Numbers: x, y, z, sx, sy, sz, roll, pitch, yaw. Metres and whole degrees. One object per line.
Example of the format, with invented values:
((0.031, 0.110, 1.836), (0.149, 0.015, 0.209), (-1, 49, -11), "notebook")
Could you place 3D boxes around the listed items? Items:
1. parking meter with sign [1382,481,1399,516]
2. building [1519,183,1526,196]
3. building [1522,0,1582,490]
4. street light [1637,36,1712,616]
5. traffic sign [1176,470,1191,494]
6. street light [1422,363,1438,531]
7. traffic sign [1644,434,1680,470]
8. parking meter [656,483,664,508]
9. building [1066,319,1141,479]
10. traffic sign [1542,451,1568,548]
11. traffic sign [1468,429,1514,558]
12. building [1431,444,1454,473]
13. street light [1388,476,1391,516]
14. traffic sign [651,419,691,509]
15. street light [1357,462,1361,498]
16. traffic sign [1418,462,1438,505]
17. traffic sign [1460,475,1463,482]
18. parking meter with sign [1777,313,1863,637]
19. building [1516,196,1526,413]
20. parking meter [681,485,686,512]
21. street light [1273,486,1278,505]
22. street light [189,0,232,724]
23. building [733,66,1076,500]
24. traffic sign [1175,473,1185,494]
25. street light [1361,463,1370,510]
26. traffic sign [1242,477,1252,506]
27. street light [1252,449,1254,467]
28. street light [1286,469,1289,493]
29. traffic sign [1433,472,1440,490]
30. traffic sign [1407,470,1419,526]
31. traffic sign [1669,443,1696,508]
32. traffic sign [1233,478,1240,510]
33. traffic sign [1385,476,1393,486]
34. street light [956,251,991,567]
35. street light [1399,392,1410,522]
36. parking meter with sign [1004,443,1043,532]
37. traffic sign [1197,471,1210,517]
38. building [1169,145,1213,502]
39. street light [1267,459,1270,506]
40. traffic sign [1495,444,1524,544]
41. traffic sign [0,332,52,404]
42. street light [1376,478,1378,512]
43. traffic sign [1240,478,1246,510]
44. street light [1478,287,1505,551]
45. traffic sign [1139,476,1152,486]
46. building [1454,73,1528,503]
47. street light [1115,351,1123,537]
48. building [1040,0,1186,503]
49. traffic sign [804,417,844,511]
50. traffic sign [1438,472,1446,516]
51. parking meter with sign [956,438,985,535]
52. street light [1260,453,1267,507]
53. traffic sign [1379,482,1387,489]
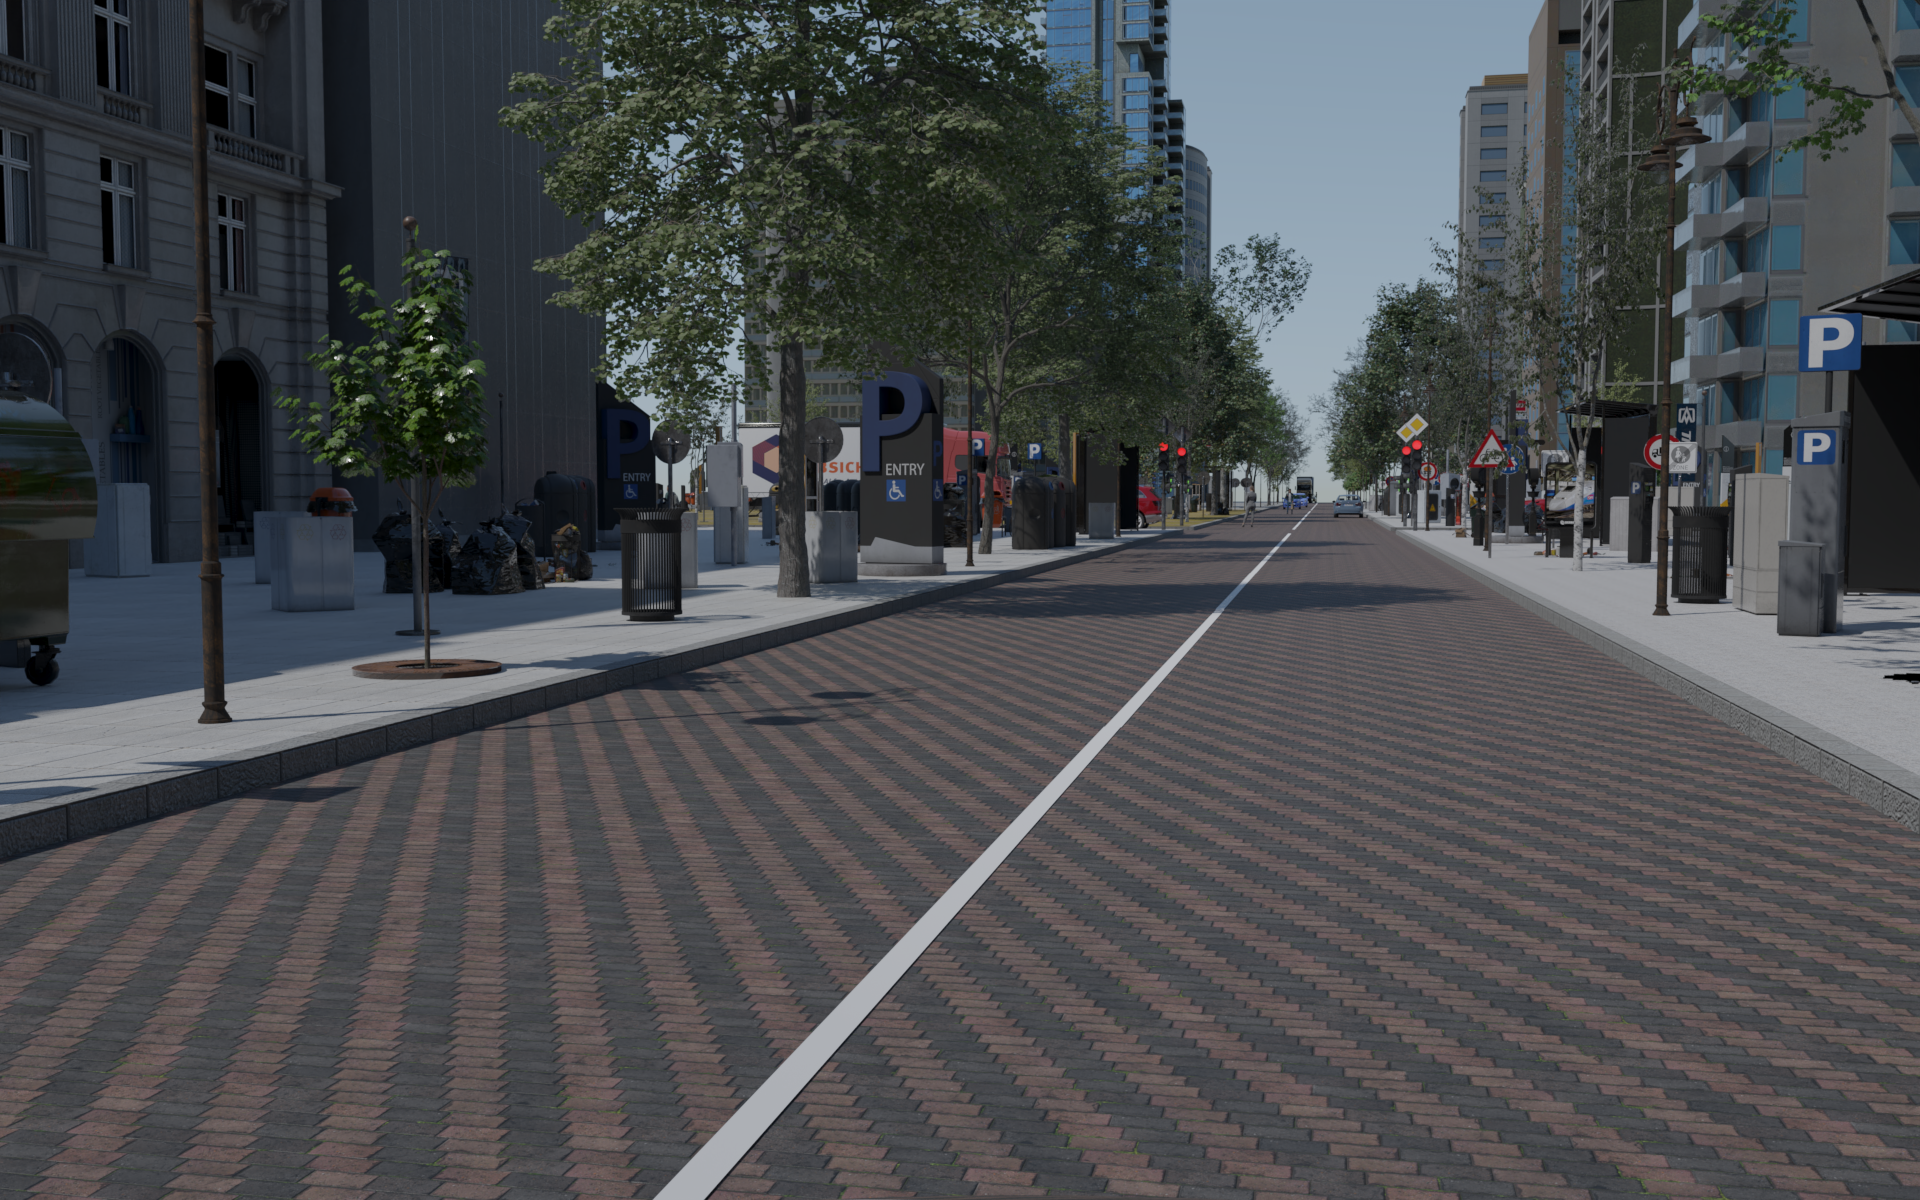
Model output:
((25.647, -6.460, 101.878), (1.738, 3.016, 0.543), (2, 4, 34), "parking meter with sign")
((73.166, -30.083, 183.743), (32.217, 40.220, 23.993), (1, 4, 12), "building")
((57.619, -30.713, 152.261), (14.600, 45.320, 14.200), (1, 4, 12), "building")
((7.411, -2.773, 18.122), (0.468, 5.910, 1.993), (1, 4, 12), "street light")
((9.401, -4.334, 72.988), (0.606, 2.300, 0.079), (1, 4, 12), "traffic sign")
((16.196, -5.323, 59.823), (0.468, 5.910, 1.993), (1, 4, 12), "street light")
((14.830, -2.231, 36.579), (0.768, 2.556, 0.104), (1, 4, 18), "traffic sign")
((-15.813, -5.225, 91.147), (0.255, 1.863, 0.399), (3, 5, 40), "parking meter")
((4.242, -20.920, 187.084), (27.650, 21.520, 28.899), (1, 4, 12), "building")
((13.994, -2.364, 40.780), (0.606, 2.300, 0.079), (1, 4, 21), "traffic sign")
((10.593, -2.113, 34.556), (0.884, 2.594, 0.081), (1, 4, 21), "traffic sign")
((90.434, -26.492, 278.185), (27.650, 21.520, 28.899), (1, 4, 12), "building")
((24.703, -7.756, 99.591), (0.468, 5.910, 1.993), (1, 4, 12), "street light")
((-4.922, -1.794, 29.443), (0.768, 2.556, 0.104), (1, 4, 21), "traffic sign")
((40.334, -12.318, 174.183), (0.468, 5.910, 1.993), (1, 4, 12), "street light")
((18.364, -4.158, 68.088), (0.768, 2.556, 0.104), (1, 4, 16), "traffic sign")
((31.232, -6.603, 108.065), (0.768, 2.556, 0.104), (1, 4, 18), "traffic sign")
((8.016, -1.220, 16.205), (0.543, 3.016, 1.738), (2, 4, 32), "parking meter with sign")
((60.793, -24.159, 166.705), (14.160, 30.474, 14.107), (1, 4, 12), "building")
((-17.890, -6.500, 111.983), (0.255, 1.863, 0.399), (0, 4, -2), "parking meter")
((37.682, -14.382, 207.925), (0.468, 5.910, 1.993), (1, 4, 12), "street light")
((-4.189, -2.249, 9.561), (0.468, 5.910, 1.993), (1, 4, 12), "street light")
((-3.164, -28.698, 161.094), (32.217, 40.220, 23.993), (1, 4, 12), "building")
((10.544, -4.931, 82.757), (0.606, 2.300, 0.079), (1, 4, 20), "traffic sign")
((35.878, -11.015, 152.881), (0.468, 5.910, 1.993), (1, 4, 12), "street light")
((21.817, -8.052, 131.752), (0.768, 2.556, 0.104), (1, 4, 21), "traffic sign")
((24.462, -10.538, 145.090), (0.468, 5.910, 1.993), (1, 4, 12), "street light")
((50.648, -18.105, 268.800), (0.468, 5.910, 1.993), (1, 4, 12), "street light")
((27.537, -6.135, 100.421), (0.768, 2.556, 0.104), (1, 4, 12), "traffic sign")
((17.924, -4.192, 68.645), (0.768, 2.556, 0.104), (1, 4, 18), "traffic sign")
((14.250, -1.968, 34.314), (0.606, 2.300, 0.079), (1, 4, 13), "traffic sign")
((21.754, -8.370, 136.948), (0.768, 2.556, 0.104), (1, 4, 20), "traffic sign")
((30.343, -7.456, 122.004), (0.768, 2.556, 0.104), (1, 4, 15), "traffic sign")
((0.176, -3.532, 30.530), (0.468, 5.910, 1.993), (1, 4, 12), "street light")
((20.180, -6.481, 78.754), (0.468, 5.910, 1.993), (1, 4, 12), "street light")
((2.120, -3.827, 58.840), (0.543, 3.016, 1.738), (2, 4, 34), "parking meter with sign")
((13.494, -5.869, 96.058), (0.768, 2.556, 0.104), (1, 4, 20), "traffic sign")
((30.027, -45.565, 286.980), (21.231, 58.520, 28.212), (1, 4, 12), "building")
((33.306, -13.113, 187.192), (0.468, 5.910, 1.993), (1, 4, 12), "street light")
((13.956, -2.692, 44.116), (0.768, 2.556, 0.104), (1, 4, 16), "traffic sign")
((-7.488, -0.830, 13.669), (0.768, 2.556, 0.104), (1, 4, 16), "traffic sign")
((29.006, -9.031, 120.445), (0.468, 5.910, 1.993), (1, 4, 12), "street light")
((22.363, -8.310, 135.974), (0.768, 2.556, 0.104), (1, 4, 21), "traffic sign")
((11.867, -4.040, 38.839), (0.468, 5.910, 1.993), (1, 4, 12), "street light")
((10.443, -6.007, 98.219), (0.884, 2.594, 0.081), (1, 4, 21), "traffic sign")
((82.301, -43.232, 248.838), (21.231, 58.520, 28.212), (1, 4, 12), "building")
((4.740, -4.823, 51.640), (0.468, 5.910, 1.993), (1, 4, 12), "street light")
((23.239, -57.778, 257.345), (22.319, 86.520, 31.000), (1, 4, 12), "building")
((-2.289, -1.737, 28.510), (0.768, 2.556, 0.104), (1, 4, 16), "traffic sign")
((27.855, -6.081, 99.536), (0.768, 2.556, 0.104), (1, 4, 19), "traffic sign")
((0.178, -3.504, 53.550), (0.543, 3.016, 1.738), (2, 4, 24), "parking meter with sign")
((28.873, -11.828, 166.179), (0.468, 5.910, 1.993), (1, 4, 12), "street light")
((34.016, -8.389, 139.291), (0.606, 2.300, 0.079), (1, 4, 21), "traffic sign")
